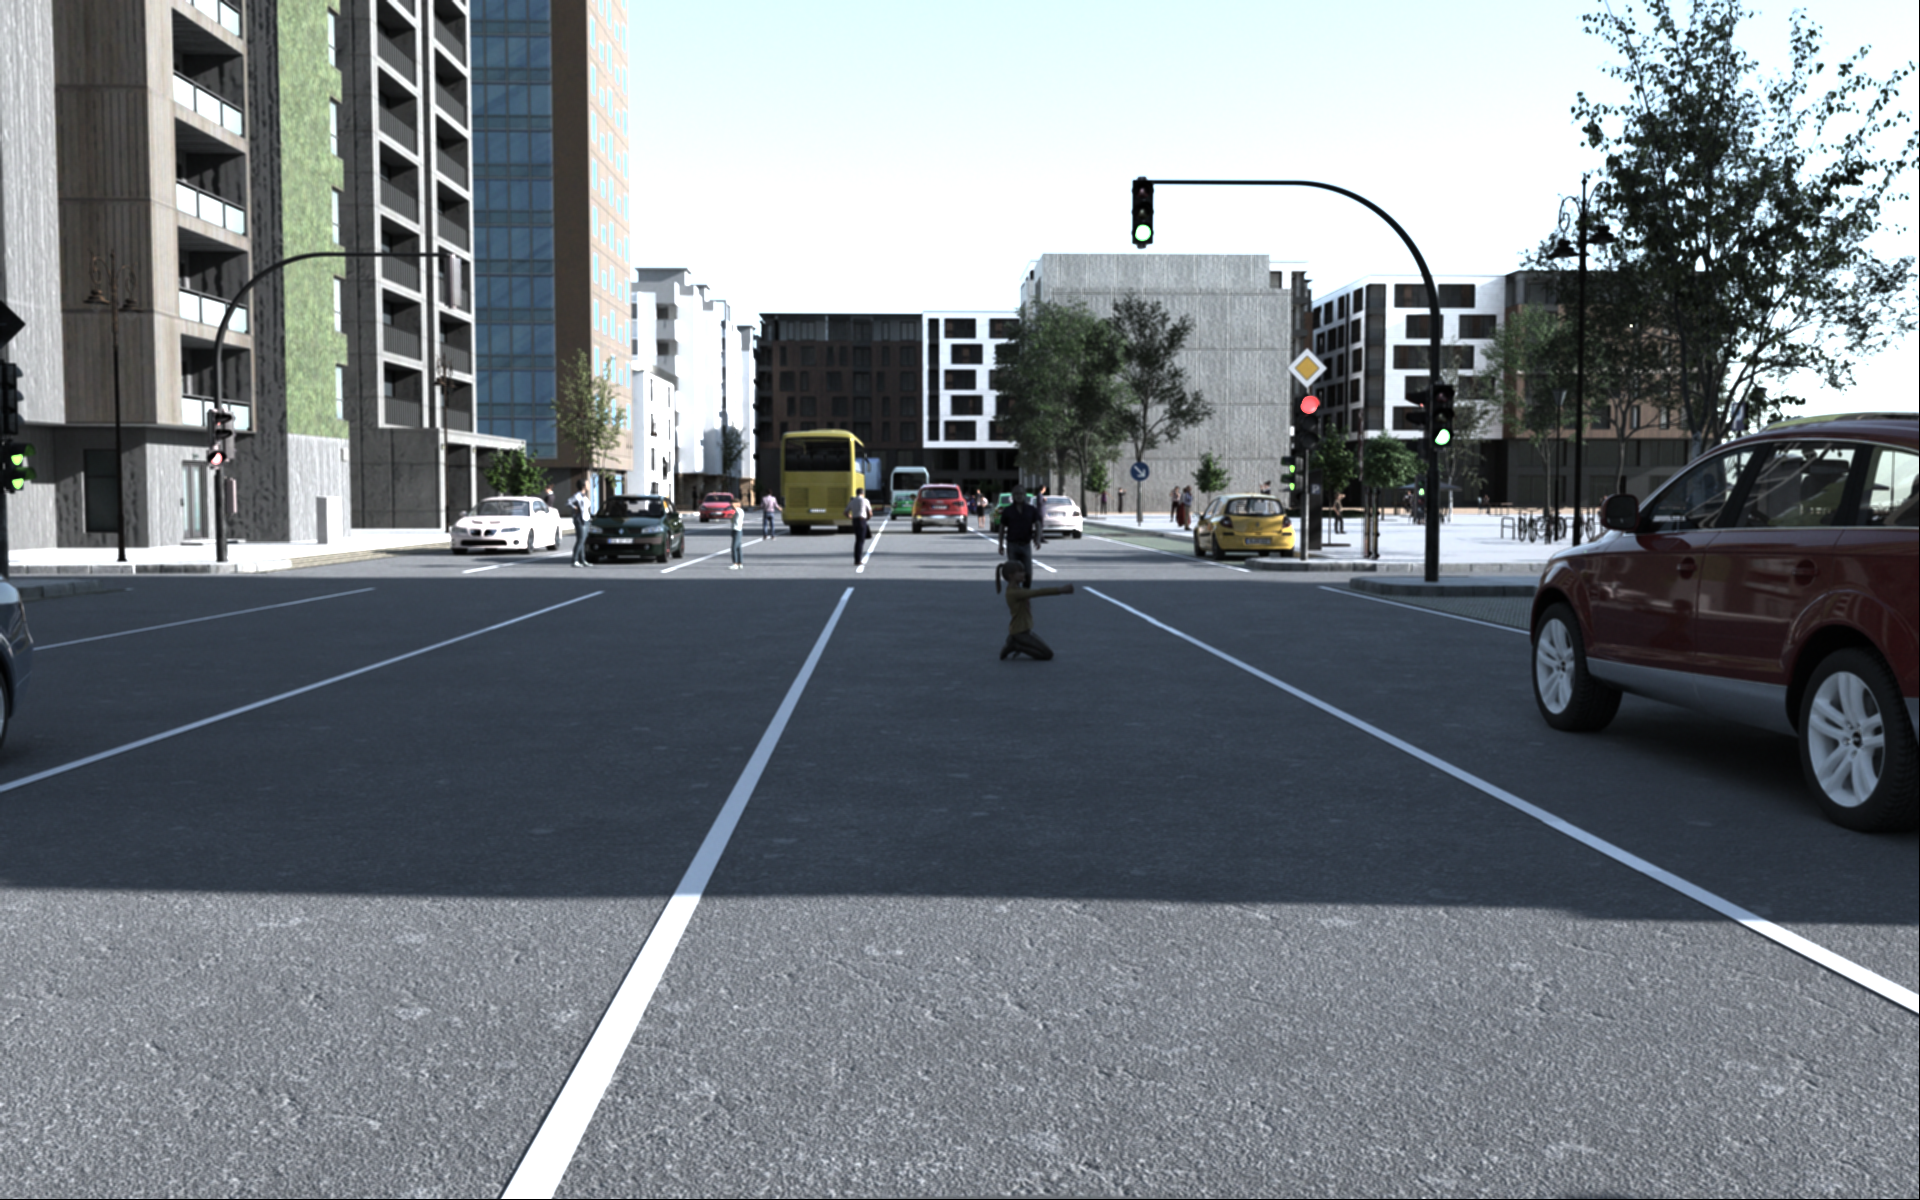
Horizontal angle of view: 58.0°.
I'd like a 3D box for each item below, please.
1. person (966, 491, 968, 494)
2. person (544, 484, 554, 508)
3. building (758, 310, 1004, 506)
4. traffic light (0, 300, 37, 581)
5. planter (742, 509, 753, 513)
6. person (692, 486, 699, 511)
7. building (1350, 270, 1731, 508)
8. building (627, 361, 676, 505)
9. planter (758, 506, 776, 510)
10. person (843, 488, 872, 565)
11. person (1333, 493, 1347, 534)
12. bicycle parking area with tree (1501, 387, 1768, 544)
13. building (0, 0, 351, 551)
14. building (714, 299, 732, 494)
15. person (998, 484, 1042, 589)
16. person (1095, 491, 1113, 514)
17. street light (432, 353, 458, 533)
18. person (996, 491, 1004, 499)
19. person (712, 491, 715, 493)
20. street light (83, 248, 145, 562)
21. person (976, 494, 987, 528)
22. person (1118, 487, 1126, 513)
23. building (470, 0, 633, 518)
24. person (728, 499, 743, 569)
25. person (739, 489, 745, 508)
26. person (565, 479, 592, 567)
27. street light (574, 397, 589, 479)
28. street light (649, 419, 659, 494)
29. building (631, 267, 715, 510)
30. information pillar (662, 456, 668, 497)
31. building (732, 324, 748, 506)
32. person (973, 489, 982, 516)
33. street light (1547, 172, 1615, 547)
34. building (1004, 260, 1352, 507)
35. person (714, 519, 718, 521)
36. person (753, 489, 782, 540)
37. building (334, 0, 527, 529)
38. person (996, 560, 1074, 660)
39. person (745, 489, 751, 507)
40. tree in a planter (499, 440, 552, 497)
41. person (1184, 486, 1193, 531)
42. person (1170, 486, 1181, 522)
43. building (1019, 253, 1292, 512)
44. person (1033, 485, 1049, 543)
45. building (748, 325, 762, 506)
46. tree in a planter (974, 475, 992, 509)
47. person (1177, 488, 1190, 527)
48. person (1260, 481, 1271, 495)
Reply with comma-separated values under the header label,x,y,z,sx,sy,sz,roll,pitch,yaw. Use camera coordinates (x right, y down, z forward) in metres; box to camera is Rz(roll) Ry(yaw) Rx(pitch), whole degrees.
label,x,y,z,sx,sy,sz,roll,pitch,yaw
person,0.685,-9.992,172.805,0.756,1.711,0.436,1,4,20
person,-11.585,-2.406,48.637,0.445,1.727,0.742,-2,4,-24
building,-6.784,-22.169,206.432,32.646,21.610,27.936,0,4,-2
traffic light,-13.648,-2.183,24.621,0.839,4.253,0.868,0,4,-2
planter,-17.148,-6.936,134.539,1.991,0.319,1.994,0,4,-2
person,-19.957,-7.634,130.489,0.705,1.869,1.348,0,4,6
building,53.882,-20.067,172.077,32.646,21.610,27.936,0,4,-2
building,-24.742,-11.061,122.996,9.099,9.664,28.070,0,4,-2
planter,-18.087,-8.583,161.466,1.991,0.319,1.994,0,4,-2
person,-2.071,-1.490,35.069,0.614,1.554,0.590,2,4,25
person,12.285,-2.817,56.017,0.340,1.345,0.435,3,4,37
bicycle parking area with tree,18.894,-3.667,46.956,8.231,4.147,9.016,1,4,20
building,-24.718,-21.965,42.715,14.154,41.232,14.086,0,4,-2
building,-29.148,-18.179,153.647,16.016,20.091,11.380,0,4,-2
person,0.832,-0.701,22.169,0.569,1.553,0.471,2,4,35
person,9.219,-6.378,111.005,1.217,1.739,0.721,1,4,14
street light,-16.882,-5.143,56.873,0.468,5.910,1.993,0,4,-2
person,4.536,-10.959,187.756,1.350,1.814,0.705,-2,4,-26
person,-14.460,-5.601,101.784,0.444,1.614,0.593,3,5,45
street light,-15.945,-3.669,32.775,0.468,5.910,1.993,0,4,-2
person,0.890,-3.737,72.796,0.628,1.438,0.799,-2,4,-34
person,11.007,-6.761,117.392,0.742,1.727,0.445,3,5,41
building,-26.771,-27.404,98.172,14.600,45.320,14.200,0,4,-2
person,-4.346,-1.285,33.425,0.340,1.345,0.435,-1,4,-15
person,-20.309,-9.484,161.628,0.750,1.759,0.617,0,4,-2
person,-7.501,-1.528,34.211,0.376,1.734,0.841,1,4,12
street light,-17.635,-6.617,80.977,0.468,5.910,1.993,0,4,-2
street light,-18.532,-8.091,105.076,0.468,5.910,1.993,0,4,-2
building,-29.112,-17.481,142.226,16.016,20.091,11.380,0,4,-2
information pillar,-18.022,-6.999,105.781,0.183,3.616,0.504,2,4,28
building,-28.078,-19.455,174.503,11.380,20.091,16.016,0,4,-2
person,1.188,-6.475,114.891,0.617,1.759,0.750,1,4,18
street light,8.969,-3.196,25.050,0.468,5.910,1.993,0,4,-2
building,19.522,-19.820,168.024,27.936,21.610,32.646,0,4,-2
person,-12.933,-4.849,91.683,0.435,1.345,0.340,2,4,33
person,-6.018,-2.696,54.531,0.963,1.587,0.435,-1,4,-23
building,-29.778,-38.756,71.906,20.563,71.187,20.611,0,4,-2
person,0.653,0.087,14.997,0.695,0.859,0.347,1,4,10
person,-21.152,-10.151,172.540,0.750,1.759,0.617,0,4,-6
tree in a planter,-14.489,-3.674,57.286,1.991,3.239,1.994,0,4,-2
person,8.051,-3.234,60.975,0.319,1.574,0.516,1,4,21
person,10.001,-4.458,80.390,0.566,1.644,0.517,-2,4,-34
building,14.120,-16.479,135.897,16.747,18.905,31.486,0,4,-2
person,2.370,-2.527,50.730,0.530,1.710,0.541,1,4,14
building,-28.947,-21.010,199.940,11.380,20.091,16.016,0,4,-2
tree in a planter,2.183,-10.126,162.785,1.991,3.239,1.994,0,4,-2
person,8.781,-3.632,67.899,0.523,1.526,0.387,0,4,2
person,10.191,-3.140,58.192,0.445,1.727,0.742,-2,4,-26
